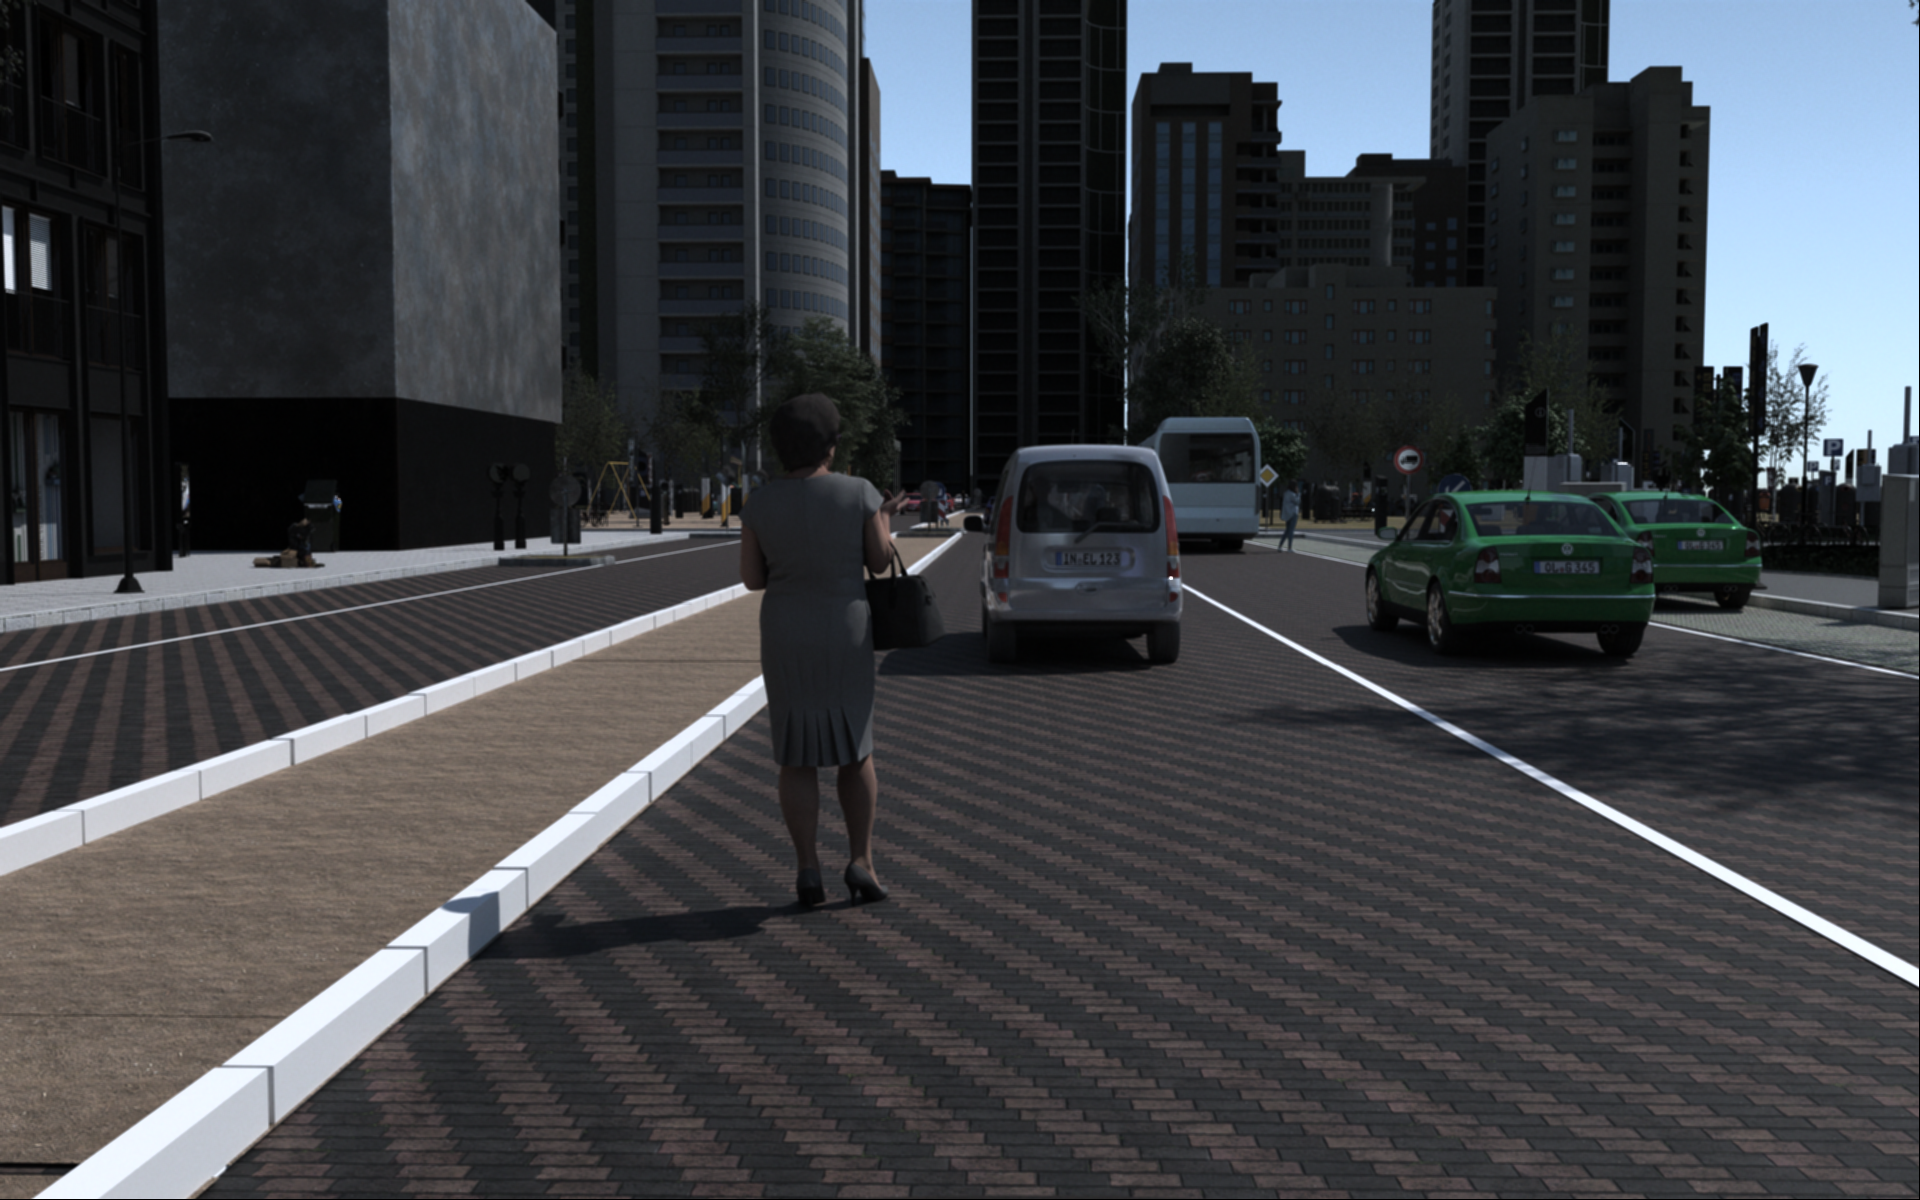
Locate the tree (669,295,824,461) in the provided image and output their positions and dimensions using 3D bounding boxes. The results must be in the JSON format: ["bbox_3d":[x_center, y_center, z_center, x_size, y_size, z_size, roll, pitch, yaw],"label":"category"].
[{"bbox_3d":[-9.796,-8.939,80.573,8.767,10.594,7.601,2,4,34],"label":"tree"}]

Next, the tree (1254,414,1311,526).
[{"bbox_3d":[12.752,-5.349,71.175,4.285,4.588,4.351,0,3,0],"label":"tree"}]

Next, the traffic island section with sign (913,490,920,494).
[{"bbox_3d":[-4.177,-9.705,167.302,1.989,1.847,2.006,0,4,2],"label":"traffic island section with sign"}]

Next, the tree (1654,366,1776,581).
[{"bbox_3d":[11.474,-1.906,25.769,1.663,3.219,1.824,0,3,0],"label":"tree"}]

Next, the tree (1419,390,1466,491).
[{"bbox_3d":[34.454,-10.587,123.456,4.737,8.622,4.395,0,3,0],"label":"tree"}]

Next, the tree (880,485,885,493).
[{"bbox_3d":[-7.088,-9.492,149.800,1.663,3.219,1.824,0,3,0],"label":"tree"}]

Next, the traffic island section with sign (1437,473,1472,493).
[{"bbox_3d":[9.449,-1.561,34.158,1.989,1.847,2.006,0,4,2],"label":"traffic island section with sign"}]

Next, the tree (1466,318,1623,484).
[{"bbox_3d":[24.852,-7.506,73.082,4.737,8.622,4.395,0,3,0],"label":"tree"}]

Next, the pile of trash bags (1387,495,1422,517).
[{"bbox_3d":[26.192,-5.463,99.070,3.447,1.369,1.912,0,4,-2],"label":"pile of trash bags"}]

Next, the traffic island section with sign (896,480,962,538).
[{"bbox_3d":[-1.057,-3.028,57.651,2.006,1.907,1.989,0,4,2],"label":"traffic island section with sign"}]

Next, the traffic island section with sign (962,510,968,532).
[{"bbox_3d":[-0.828,-3.481,65.055,2.006,1.907,1.989,0,4,2],"label":"traffic island section with sign"}]

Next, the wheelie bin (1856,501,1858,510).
[{"bbox_3d":[56.680,-6.248,110.056,0.980,1.594,0.693,0,4,-6],"label":"wheelie bin"}]

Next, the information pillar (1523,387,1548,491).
[{"bbox_3d":[12.625,-2.851,37.972,0.504,3.616,0.183,1,4,23],"label":"information pillar"}]

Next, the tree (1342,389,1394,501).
[{"bbox_3d":[28.582,-10.521,122.381,4.737,8.622,4.395,0,3,0],"label":"tree"}]

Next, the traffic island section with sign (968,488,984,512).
[{"bbox_3d":[1.390,-8.075,140.161,2.006,1.907,1.989,0,4,2],"label":"traffic island section with sign"}]

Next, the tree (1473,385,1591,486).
[{"bbox_3d":[17.262,-4.194,52.292,4.285,4.588,4.351,0,3,0],"label":"tree"}]

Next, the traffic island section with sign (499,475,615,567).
[{"bbox_3d":[-8.100,-1.624,35.173,1.989,1.847,2.006,0,4,2],"label":"traffic island section with sign"}]

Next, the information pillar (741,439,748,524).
[{"bbox_3d":[-9.151,-5.030,73.598,0.183,3.616,0.504,-2,4,-26],"label":"information pillar"}]

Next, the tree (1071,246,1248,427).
[{"bbox_3d":[15.146,-16.919,132.509,12.611,20.169,13.585,0,3,0],"label":"tree"}]

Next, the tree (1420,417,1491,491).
[{"bbox_3d":[12.669,-3.003,43.704,1.663,3.219,1.824,0,3,0],"label":"tree"}]

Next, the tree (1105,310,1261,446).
[{"bbox_3d":[14.313,-11.683,108.023,9.611,12.733,9.660,0,3,0],"label":"tree"}]

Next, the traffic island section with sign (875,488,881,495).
[{"bbox_3d":[-5.657,-6.669,117.661,1.989,1.847,2.006,0,4,2],"label":"traffic island section with sign"}]

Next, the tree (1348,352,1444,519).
[{"bbox_3d":[22.793,-8.479,88.987,4.360,8.622,3.978,0,3,0],"label":"tree"}]

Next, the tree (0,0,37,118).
[{"bbox_3d":[-11.138,-4.001,15.775,4.360,8.622,3.978,0,3,0],"label":"tree"}]

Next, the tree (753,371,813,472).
[{"bbox_3d":[-9.661,-9.066,98.599,4.360,8.622,3.978,0,3,0],"label":"tree"}]

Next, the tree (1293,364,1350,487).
[{"bbox_3d":[21.094,-9.084,98.887,4.360,8.622,3.978,0,3,0],"label":"tree"}]

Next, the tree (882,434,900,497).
[{"bbox_3d":[-7.228,-12.885,161.032,4.360,8.622,3.978,0,3,0],"label":"tree"}]

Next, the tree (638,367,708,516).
[{"bbox_3d":[-16.645,-9.161,100.146,4.360,8.622,3.978,0,3,0],"label":"tree"}]

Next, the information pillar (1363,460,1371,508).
[{"bbox_3d":[27.191,-7.606,115.708,0.504,3.616,0.183,2,4,23],"label":"information pillar"}]

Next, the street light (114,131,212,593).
[{"bbox_3d":[-10.272,-3.046,22.342,1.470,5.913,1.316,0,4,2],"label":"street light"}]

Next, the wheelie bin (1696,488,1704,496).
[{"bbox_3d":[39.486,-5.202,92.961,0.693,1.594,0.980,-2,4,-28],"label":"wheelie bin"}]

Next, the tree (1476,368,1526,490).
[{"bbox_3d":[31.785,-9.183,100.498,4.360,8.622,3.978,0,3,0],"label":"tree"}]

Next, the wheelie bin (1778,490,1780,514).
[{"bbox_3d":[58.329,-7.077,123.615,0.980,1.594,0.693,-2,4,-24],"label":"wheelie bin"}]

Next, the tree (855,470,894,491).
[{"bbox_3d":[-7.358,-9.877,145.199,4.285,4.588,4.351,0,3,0],"label":"tree"}]

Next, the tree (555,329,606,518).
[{"bbox_3d":[-17.249,-7.461,72.355,4.360,8.622,3.978,0,3,0],"label":"tree"}]

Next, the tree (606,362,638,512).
[{"bbox_3d":[-19.511,-8.594,90.878,4.360,8.622,3.978,0,3,0],"label":"tree"}]

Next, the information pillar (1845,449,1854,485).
[{"bbox_3d":[46.362,-6.052,90.299,0.183,3.616,0.504,-1,4,-13],"label":"information pillar"}]

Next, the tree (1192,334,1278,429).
[{"bbox_3d":[12.826,-7.966,80.604,4.737,8.622,4.395,0,3,0],"label":"tree"}]

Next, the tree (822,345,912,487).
[{"bbox_3d":[-8.309,-13.248,133.619,9.611,12.733,9.660,0,3,0],"label":"tree"}]

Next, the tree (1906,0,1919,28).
[{"bbox_3d":[11.924,-6.354,14.265,12.009,13.543,11.850,0,3,0],"label":"tree"}]

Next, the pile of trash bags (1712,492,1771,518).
[{"bbox_3d":[42.196,-5.164,94.190,3.447,1.369,1.912,1,4,21],"label":"pile of trash bags"}]

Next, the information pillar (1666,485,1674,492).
[{"bbox_3d":[54.805,-7.916,133.925,0.304,2.012,0.304,3,5,43],"label":"information pillar"}]

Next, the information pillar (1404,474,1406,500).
[{"bbox_3d":[27.486,-7.045,106.537,0.183,3.616,0.504,-1,4,-19],"label":"information pillar"}]

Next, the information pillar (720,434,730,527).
[{"bbox_3d":[-9.170,-4.668,67.680,0.183,3.616,0.504,2,4,31],"label":"information pillar"}]

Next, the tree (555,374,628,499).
[{"bbox_3d":[-22.143,-9.507,105.795,4.737,8.622,4.395,0,3,0],"label":"tree"}]

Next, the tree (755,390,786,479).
[{"bbox_3d":[-12.465,-10.485,121.791,4.737,8.622,4.395,0,3,0],"label":"tree"}]

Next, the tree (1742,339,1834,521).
[{"bbox_3d":[39.366,-8.110,82.966,4.360,8.622,3.978,0,3,0],"label":"tree"}]

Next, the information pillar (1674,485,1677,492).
[{"bbox_3d":[57.255,-8.221,138.897,0.304,2.012,0.304,-2,4,-25],"label":"information pillar"}]

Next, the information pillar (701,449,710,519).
[{"bbox_3d":[-13.146,-5.998,89.421,0.504,3.616,0.183,2,4,35],"label":"information pillar"}]

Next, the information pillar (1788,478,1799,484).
[{"bbox_3d":[36.992,-4.430,76.919,0.304,2.012,0.304,-1,4,-22],"label":"information pillar"}]

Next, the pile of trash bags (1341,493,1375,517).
[{"bbox_3d":[21.255,-5.220,95.100,3.447,1.369,1.912,-2,4,-27],"label":"pile of trash bags"}]

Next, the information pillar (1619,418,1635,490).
[{"bbox_3d":[20.469,-3.787,53.280,0.183,3.616,0.504,-3,5,-41],"label":"information pillar"}]

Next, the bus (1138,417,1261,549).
[{"bbox_3d":[6.326,-3.260,48.154,2.948,3.499,13.247,0,4,4],"label":"bus"}]

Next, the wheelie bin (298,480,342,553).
[{"bbox_3d":[-14.073,-1.851,38.172,0.980,1.594,0.693,0,4,-3],"label":"wheelie bin"}]

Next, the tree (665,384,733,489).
[{"bbox_3d":[-16.866,-10.027,114.299,4.737,8.622,4.395,0,3,0],"label":"tree"}]

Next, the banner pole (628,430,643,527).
[{"bbox_3d":[-12.696,-4.737,67.463,0.401,3.779,0.863,-3,5,-43],"label":"banner pole"}]

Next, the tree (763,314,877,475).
[{"bbox_3d":[-8.671,-11.711,109.598,7.486,12.596,7.792,0,3,0],"label":"tree"}]
